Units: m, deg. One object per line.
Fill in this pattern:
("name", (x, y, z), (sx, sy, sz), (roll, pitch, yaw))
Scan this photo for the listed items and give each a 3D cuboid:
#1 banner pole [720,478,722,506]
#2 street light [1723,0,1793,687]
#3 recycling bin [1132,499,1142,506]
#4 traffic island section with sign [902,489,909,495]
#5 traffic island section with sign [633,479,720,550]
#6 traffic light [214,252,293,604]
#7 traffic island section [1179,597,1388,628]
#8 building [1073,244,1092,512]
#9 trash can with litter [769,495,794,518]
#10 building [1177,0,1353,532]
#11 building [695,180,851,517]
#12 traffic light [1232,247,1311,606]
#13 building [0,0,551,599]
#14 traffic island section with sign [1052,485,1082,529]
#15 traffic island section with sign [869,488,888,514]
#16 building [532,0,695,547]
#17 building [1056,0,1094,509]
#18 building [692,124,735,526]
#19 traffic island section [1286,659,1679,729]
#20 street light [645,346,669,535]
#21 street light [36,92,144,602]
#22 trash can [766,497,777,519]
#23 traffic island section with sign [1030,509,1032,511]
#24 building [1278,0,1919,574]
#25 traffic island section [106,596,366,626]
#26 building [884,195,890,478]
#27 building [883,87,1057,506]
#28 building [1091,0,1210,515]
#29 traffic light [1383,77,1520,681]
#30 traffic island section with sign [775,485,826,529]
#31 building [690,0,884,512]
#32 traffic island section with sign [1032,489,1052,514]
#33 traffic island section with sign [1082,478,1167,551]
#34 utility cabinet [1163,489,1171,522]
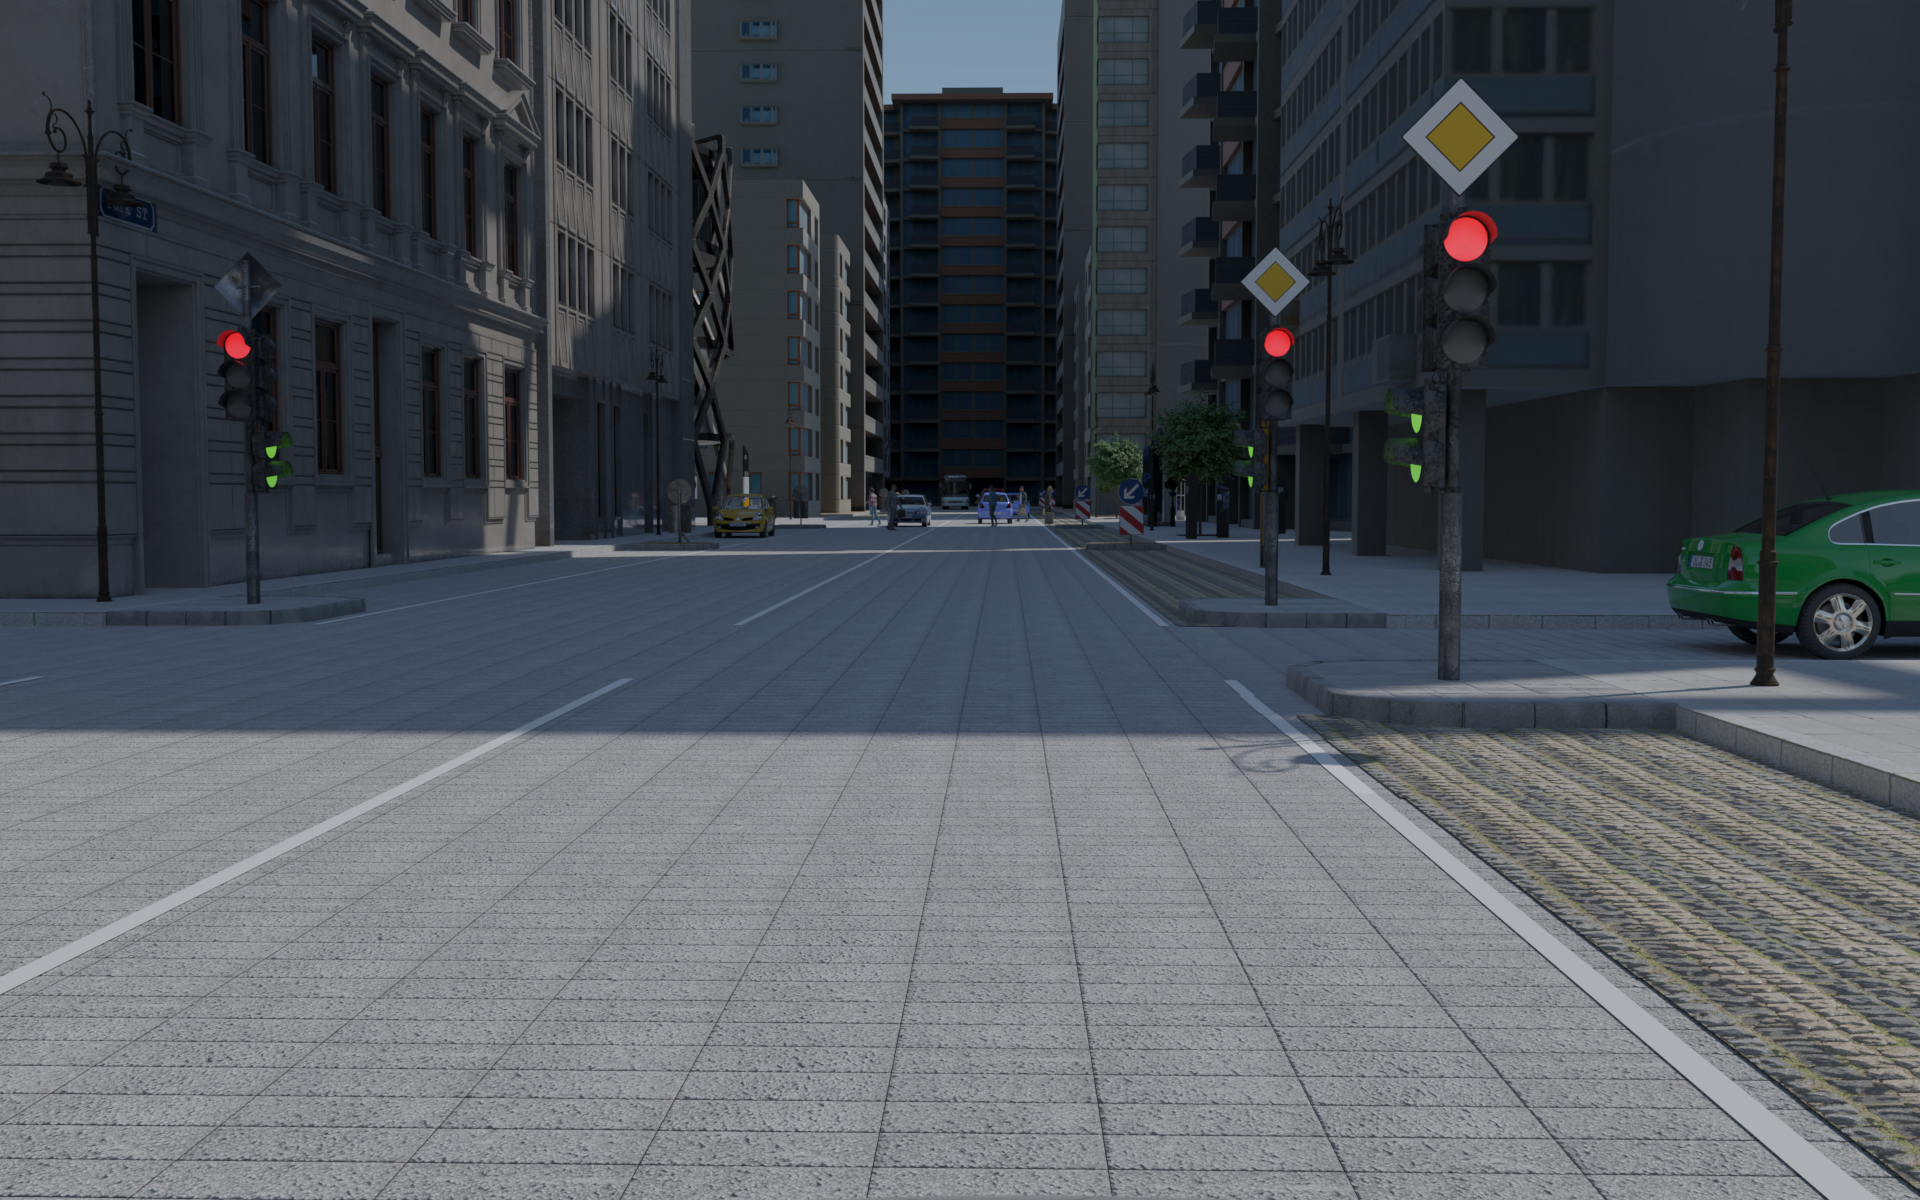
("banner pole", (-12.377, -6.098, 89.723), (0.401, 3.779, 0.863), (-1, 4, -10))
("street light", (5.399, -2.364, 11.445), (0.468, 5.910, 1.993), (0, 4, 1))
("recycling bin", (8.325, -4.168, 80.703), (0.722, 1.027, 0.722), (0, 4, 6))
("traffic island section with sign", (-4.631, -8.581, 148.931), (1.989, 1.847, 2.006), (0, 4, 1))
("traffic island section with sign", (-7.320, -2.225, 45.000), (1.989, 1.847, 2.006), (0, 4, 1))
("traffic light", (-8.240, -1.909, 20.132), (0.839, 4.253, 0.868), (0, 4, 1))
("traffic island section", (3.607, 0.142, 19.957), (2.009, 0.180, 2.903), (0, 4, 1))
("building", (23.246, -17.681, 134.117), (27.650, 21.520, 28.899), (0, 4, 1))
("trash can with litter", (-9.893, -5.037, 93.404), (2.233, 1.210, 1.678), (3, 4, 38))
("building", (20.524, -25.388, 69.724), (22.147, 44.769, 28.867), (0, 4, 1))
("building", (-22.072, -16.222, 110.271), (27.650, 21.520, 28.899), (0, 4, 1))
("traffic light", (3.567, -1.891, 19.844), (0.839, 4.253, 0.868), (0, 4, 1))
("building", (-15.165, -11.876, 30.333), (11.583, 22.565, 21.152), (0, 4, 1))
("traffic island section with sign", (4.960, -3.878, 72.032), (1.989, 1.847, 2.006), (0, 4, 1))
("traffic island section with sign", (-5.319, -6.933, 121.985), (1.989, 1.847, 2.006), (0, 4, 1))
("building", (-15.748, -14.286, 51.593), (12.078, 24.808, 19.932), (0, 4, 1))
("building", (19.834, -32.732, 158.864), (21.300, 48.544, 21.600), (0, 4, 1))
("building", (-17.975, -12.441, 70.867), (16.820, 18.784, 16.811), (0, 4, 1))
("traffic island section", (3.401, 0.630, 11.974), (2.009, 0.180, 2.903), (0, 4, 1))
("street light", (-9.447, -4.975, 54.121), (0.468, 5.910, 1.993), (0, 4, 1))
("street light", (-10.208, -2.917, 20.482), (0.468, 5.910, 1.993), (0, 4, 1))
("trash can", (-9.284, -4.471, 84.749), (0.748, 1.137, 0.748), (0, 3, 0))
("traffic island section with sign", (6.949, -8.562, 148.623), (1.989, 1.847, 2.006), (0, 4, 1))
("building", (19.396, -20.859, 32.918), (23.993, 40.220, 32.217), (0, 4, 1))
("traffic island section", (-8.280, 0.123, 20.268), (2.009, 0.180, 2.903), (0, 4, 1))
("building", (-13.779, -23.984, 163.840), (14.107, 30.474, 14.160), (0, 4, 1))
("building", (0.719, -32.717, 189.548), (28.867, 44.769, 22.147), (0, 4, 1))
("building", (15.547, -26.218, 112.254), (14.154, 41.232, 14.086), (0, 4, 1))
("traffic light", (3.361, -1.403, 11.861), (0.839, 4.253, 0.868), (0, 4, 1))
("traffic island section with sign", (-6.609, -3.884, 72.139), (1.989, 1.847, 2.006), (0, 4, 1))
("building", (-17.331, -31.301, 135.477), (21.300, 48.544, 21.600), (0, 4, 1))
("traffic island section with sign", (6.243, -6.914, 121.677), (1.989, 1.847, 2.006), (0, 4, 1))
("traffic island section with sign", (4.241, -2.197, 44.547), (1.989, 1.847, 2.006), (0, 4, 1))
("utility cabinet", (8.515, -3.815, 71.061), (0.318, 1.500, 1.173), (0, 4, 5))
